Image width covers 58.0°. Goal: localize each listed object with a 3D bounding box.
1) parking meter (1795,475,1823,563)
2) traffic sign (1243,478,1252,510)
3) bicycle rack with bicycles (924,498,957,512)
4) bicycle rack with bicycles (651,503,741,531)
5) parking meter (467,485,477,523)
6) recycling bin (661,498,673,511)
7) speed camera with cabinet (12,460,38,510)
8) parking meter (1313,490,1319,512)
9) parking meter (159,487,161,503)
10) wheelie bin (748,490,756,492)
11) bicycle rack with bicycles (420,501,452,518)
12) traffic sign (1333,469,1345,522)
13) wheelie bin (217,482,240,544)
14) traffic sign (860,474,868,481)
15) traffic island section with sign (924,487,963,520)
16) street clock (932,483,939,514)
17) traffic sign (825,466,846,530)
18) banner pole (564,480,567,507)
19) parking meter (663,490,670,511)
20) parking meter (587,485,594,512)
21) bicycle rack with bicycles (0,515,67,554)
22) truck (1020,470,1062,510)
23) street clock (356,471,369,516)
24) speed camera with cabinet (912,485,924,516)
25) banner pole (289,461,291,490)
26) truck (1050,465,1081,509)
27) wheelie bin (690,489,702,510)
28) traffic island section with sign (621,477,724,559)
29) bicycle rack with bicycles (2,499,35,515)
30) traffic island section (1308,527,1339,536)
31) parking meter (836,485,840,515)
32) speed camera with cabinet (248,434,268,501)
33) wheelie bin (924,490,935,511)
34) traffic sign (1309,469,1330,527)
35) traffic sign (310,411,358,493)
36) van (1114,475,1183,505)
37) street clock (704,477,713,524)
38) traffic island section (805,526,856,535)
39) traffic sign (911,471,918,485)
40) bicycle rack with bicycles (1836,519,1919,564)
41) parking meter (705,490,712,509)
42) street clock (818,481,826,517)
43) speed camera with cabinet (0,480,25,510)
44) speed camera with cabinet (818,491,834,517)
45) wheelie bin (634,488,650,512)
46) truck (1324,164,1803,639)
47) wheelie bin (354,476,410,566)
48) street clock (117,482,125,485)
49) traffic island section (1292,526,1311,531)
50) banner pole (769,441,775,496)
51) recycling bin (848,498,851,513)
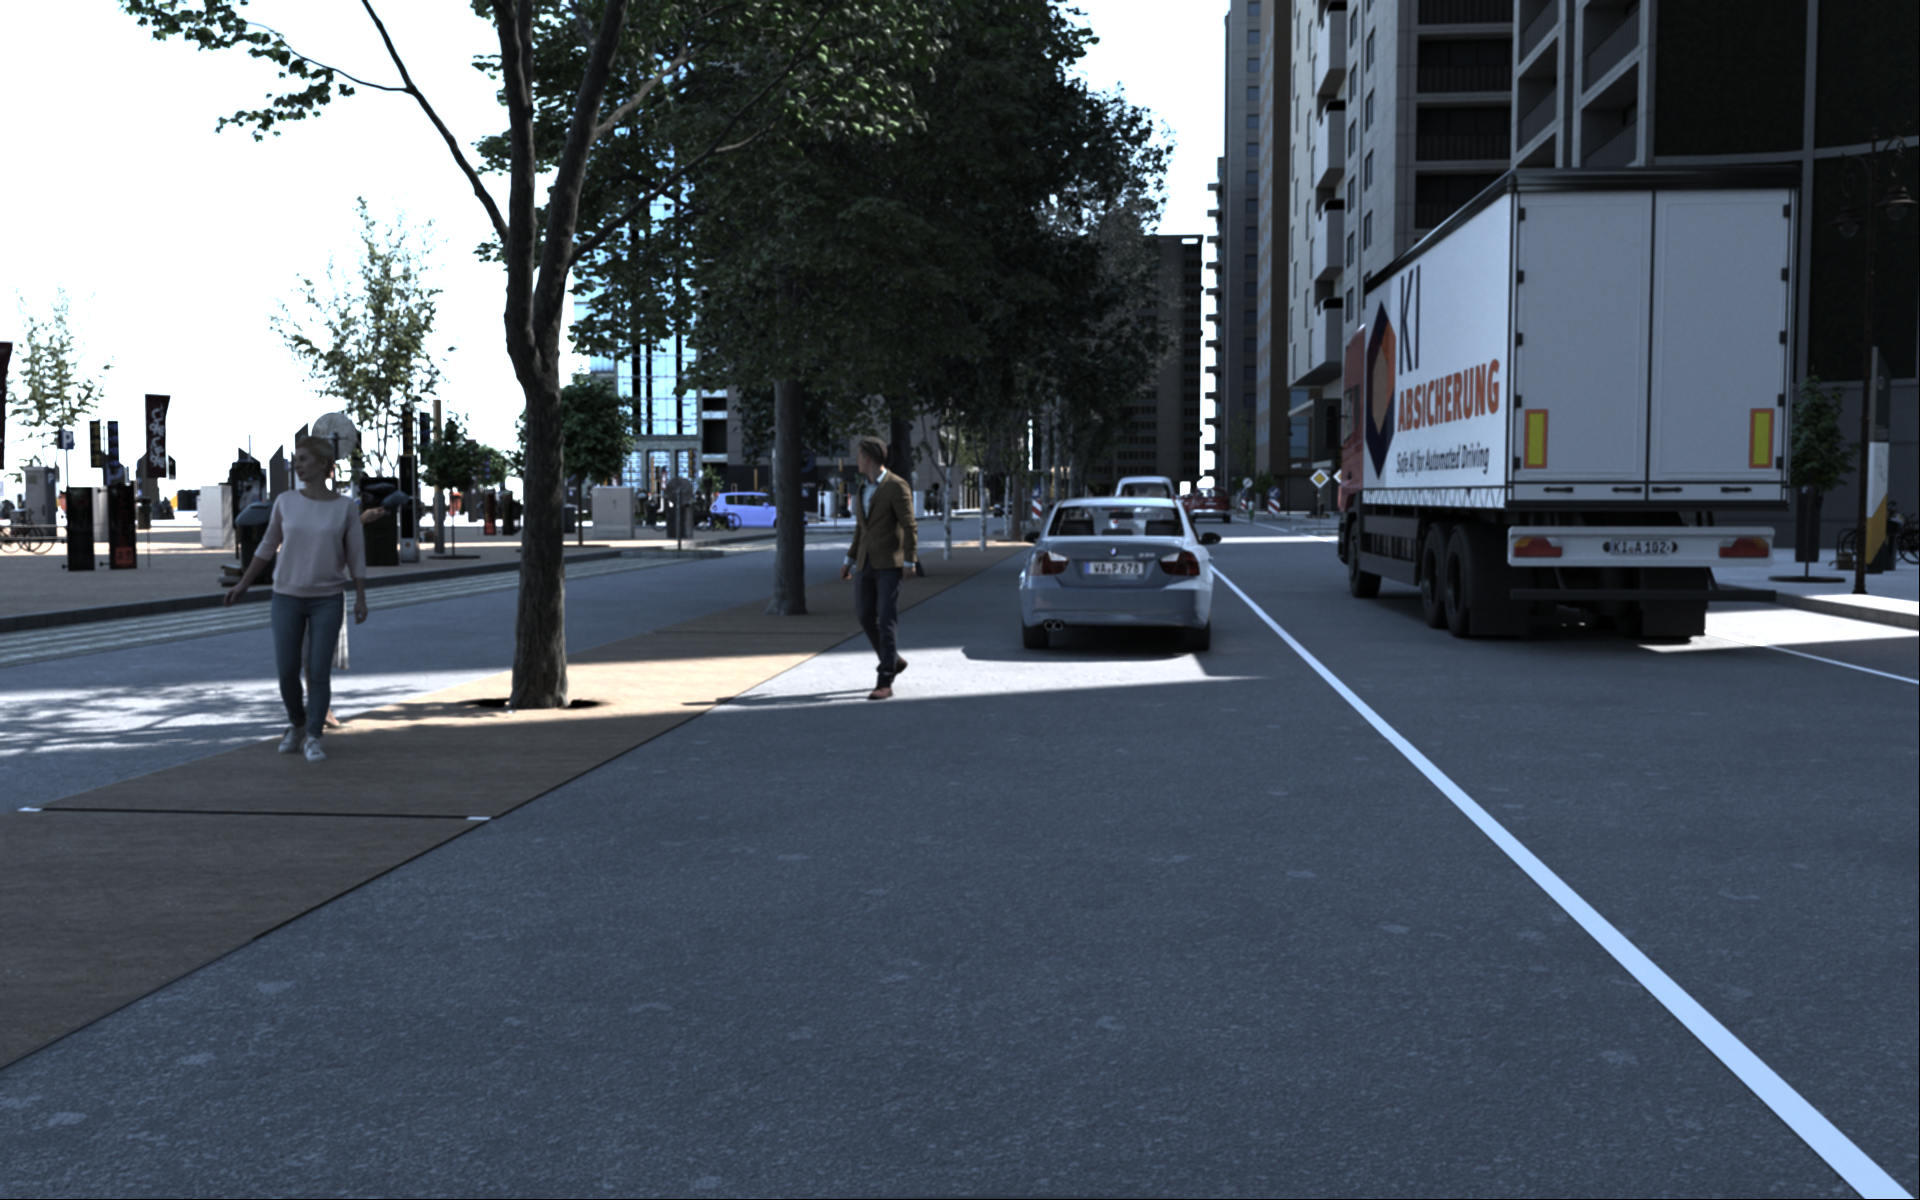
[{"bbox_3d":[15.959,-1.641,32.547,0.399,1.863,0.255,3,5,44],"label":"parking meter"},{"bbox_3d":[22.710,-8.364,136.858,0.768,2.556,0.104,1,4,10],"label":"traffic sign"},{"bbox_3d":[-1.584,-7.925,142.958,2.852,0.926,2.925,0,4,-6],"label":"bicycle rack with bicycles"},{"bbox_3d":[-8.949,-2.872,60.341,2.925,0.926,2.852,1,4,17],"label":"bicycle rack with bicycles"},{"bbox_3d":[-21.727,-4.372,77.185,0.255,1.863,0.399,3,5,40],"label":"parking meter"},{"bbox_3d":[-21.159,-6.869,124.858,0.722,1.027,0.722,1,4,9],"label":"recycling bin"},{"bbox_3d":[-54.655,-6.565,101.670,2.038,3.252,0.660,3,4,38],"label":"speed camera with cabinet"},{"bbox_3d":[25.086,-6.947,121.997,0.372,1.533,0.369,0,3,0],"label":"parking meter"},{"bbox_3d":[-64.492,-8.170,139.288,0.255,1.863,0.399,0,4,-7],"label":"parking meter"},{"bbox_3d":[-16.761,-8.041,139.376,0.980,1.594,0.693,-2,4,-32],"label":"wheelie bin"},{"bbox_3d":[-29.354,-4.939,94.127,2.925,0.926,2.852,3,4,38],"label":"bicycle rack with bicycles"},{"bbox_3d":[13.308,-3.449,60.027,0.795,2.450,0.064,0,4,6],"label":"traffic sign"},{"bbox_3d":[-18.749,-2.249,44.672,0.980,1.594,0.693,-2,4,-30],"label":"wheelie bin"},{"bbox_3d":[-3.650,-4.044,69.764,0.795,2.450,0.064,0,4,6],"label":"traffic sign"},{"bbox_3d":[-0.853,-5.262,94.661,1.989,1.847,2.006,0,4,6],"label":"traffic island section with sign"},{"bbox_3d":[-1.536,-6.379,108.863,0.358,2.002,0.471,3,5,41],"label":"street clock"},{"bbox_3d":[-4.446,-3.558,61.819,0.795,2.450,0.064,0,4,6],"label":"traffic sign"},{"bbox_3d":[-32.474,-9.258,141.382,0.401,3.779,0.863,3,5,41],"label":"banner pole"},{"bbox_3d":[-16.661,-5.498,98.301,0.372,1.533,0.369,0,3,0],"label":"parking meter"},{"bbox_3d":[-23.147,-6.282,108.425,0.399,1.863,0.255,-2,4,-33],"label":"parking meter"},{"bbox_3d":[-20.595,-1.443,36.974,2.852,0.926,2.925,3,4,39],"label":"bicycle rack with bicycles"},{"bbox_3d":[6.605,-8.796,139.739,3.469,3.379,9.791,0,4,7],"label":"truck"},{"bbox_3d":[-19.072,-3.102,55.287,0.471,2.002,0.358,2,4,30],"label":"street clock"},{"bbox_3d":[-2.829,-6.616,102.507,0.660,3.252,2.038,-2,4,-30],"label":"speed camera with cabinet"},{"bbox_3d":[-44.942,-7.681,115.595,0.863,3.779,0.401,0,4,2],"label":"banner pole"},{"bbox_3d":[10.129,-10.890,166.968,2.839,4.237,11.283,0,4,7],"label":"truck"},{"bbox_3d":[-15.350,-5.680,100.777,0.693,1.594,0.980,-2,4,-28],"label":"wheelie bin"},{"bbox_3d":[-6.421,-1.862,39.077,1.989,1.847,2.006,0,4,6],"label":"traffic island section with sign"},{"bbox_3d":[-66.842,-6.671,122.446,2.852,0.926,2.925,-3,4,-38],"label":"bicycle rack with bicycles"},{"bbox_3d":[13.332,-2.313,60.102,2.009,0.180,2.903,0,4,6],"label":"traffic island section"},{"bbox_3d":[-7.521,-6.273,108.281,0.399,1.863,0.255,-3,5,-42],"label":"parking meter"},{"bbox_3d":[-23.543,-3.785,56.217,0.660,3.252,2.038,2,4,35],"label":"speed camera with cabinet"},{"bbox_3d":[-2.346,-7.696,133.742,0.980,1.594,0.693,1,4,16],"label":"wheelie bin"},{"bbox_3d":[14.103,-3.935,67.972,0.795,2.450,0.064,0,4,6],"label":"traffic sign"},{"bbox_3d":[-9.661,-1.628,26.723,0.768,2.556,0.104,0,4,8],"label":"traffic sign"},{"bbox_3d":[4.534,-2.190,42.822,2.013,2.044,4.112,0,4,4],"label":"van"},{"bbox_3d":[-10.906,-4.310,75.034,0.358,2.002,0.471,1,4,15],"label":"street clock"},{"bbox_3d":[-4.470,-2.422,61.883,2.009,0.180,2.903,0,4,6],"label":"traffic island section"},{"bbox_3d":[-2.697,-5.885,96.329,0.768,2.556,0.104,1,4,12],"label":"traffic sign"},{"bbox_3d":[17.884,-1.170,32.514,2.925,0.926,2.852,1,4,15],"label":"bicycle rack with bicycles"},{"bbox_3d":[-13.911,-5.347,95.840,0.372,1.533,0.369,0,3,0],"label":"parking meter"},{"bbox_3d":[-7.598,-5.568,95.611,0.358,2.002,0.471,-2,4,-35],"label":"street clock"},{"bbox_3d":[-60.510,-7.094,110.317,2.038,3.252,0.660,-3,5,-41],"label":"speed camera with cabinet"},{"bbox_3d":[-8.224,-6.381,98.673,2.038,3.252,0.660,1,4,17],"label":"speed camera with cabinet"},{"bbox_3d":[-16.817,-5.107,91.399,0.693,1.594,0.980,-3,5,-42],"label":"wheelie bin"},{"bbox_3d":[6.338,-1.928,20.436,2.839,4.237,11.283,0,4,4],"label":"truck"},{"bbox_3d":[-10.325,-1.407,30.915,0.980,1.594,0.693,-1,4,-20],"label":"wheelie bin"},{"bbox_3d":[-50.648,-6.116,104.570,0.471,2.002,0.358,-1,4,-21],"label":"street clock"},{"bbox_3d":[14.127,-2.799,68.047,2.009,0.180,2.903,0,4,6],"label":"traffic island section"},{"bbox_3d":[-8.865,-5.639,82.217,0.401,3.779,0.863,-3,5,-44],"label":"banner pole"},{"bbox_3d":[-7.427,-6.459,118.152,0.722,1.027,0.722,1,4,13],"label":"recycling bin"}]
